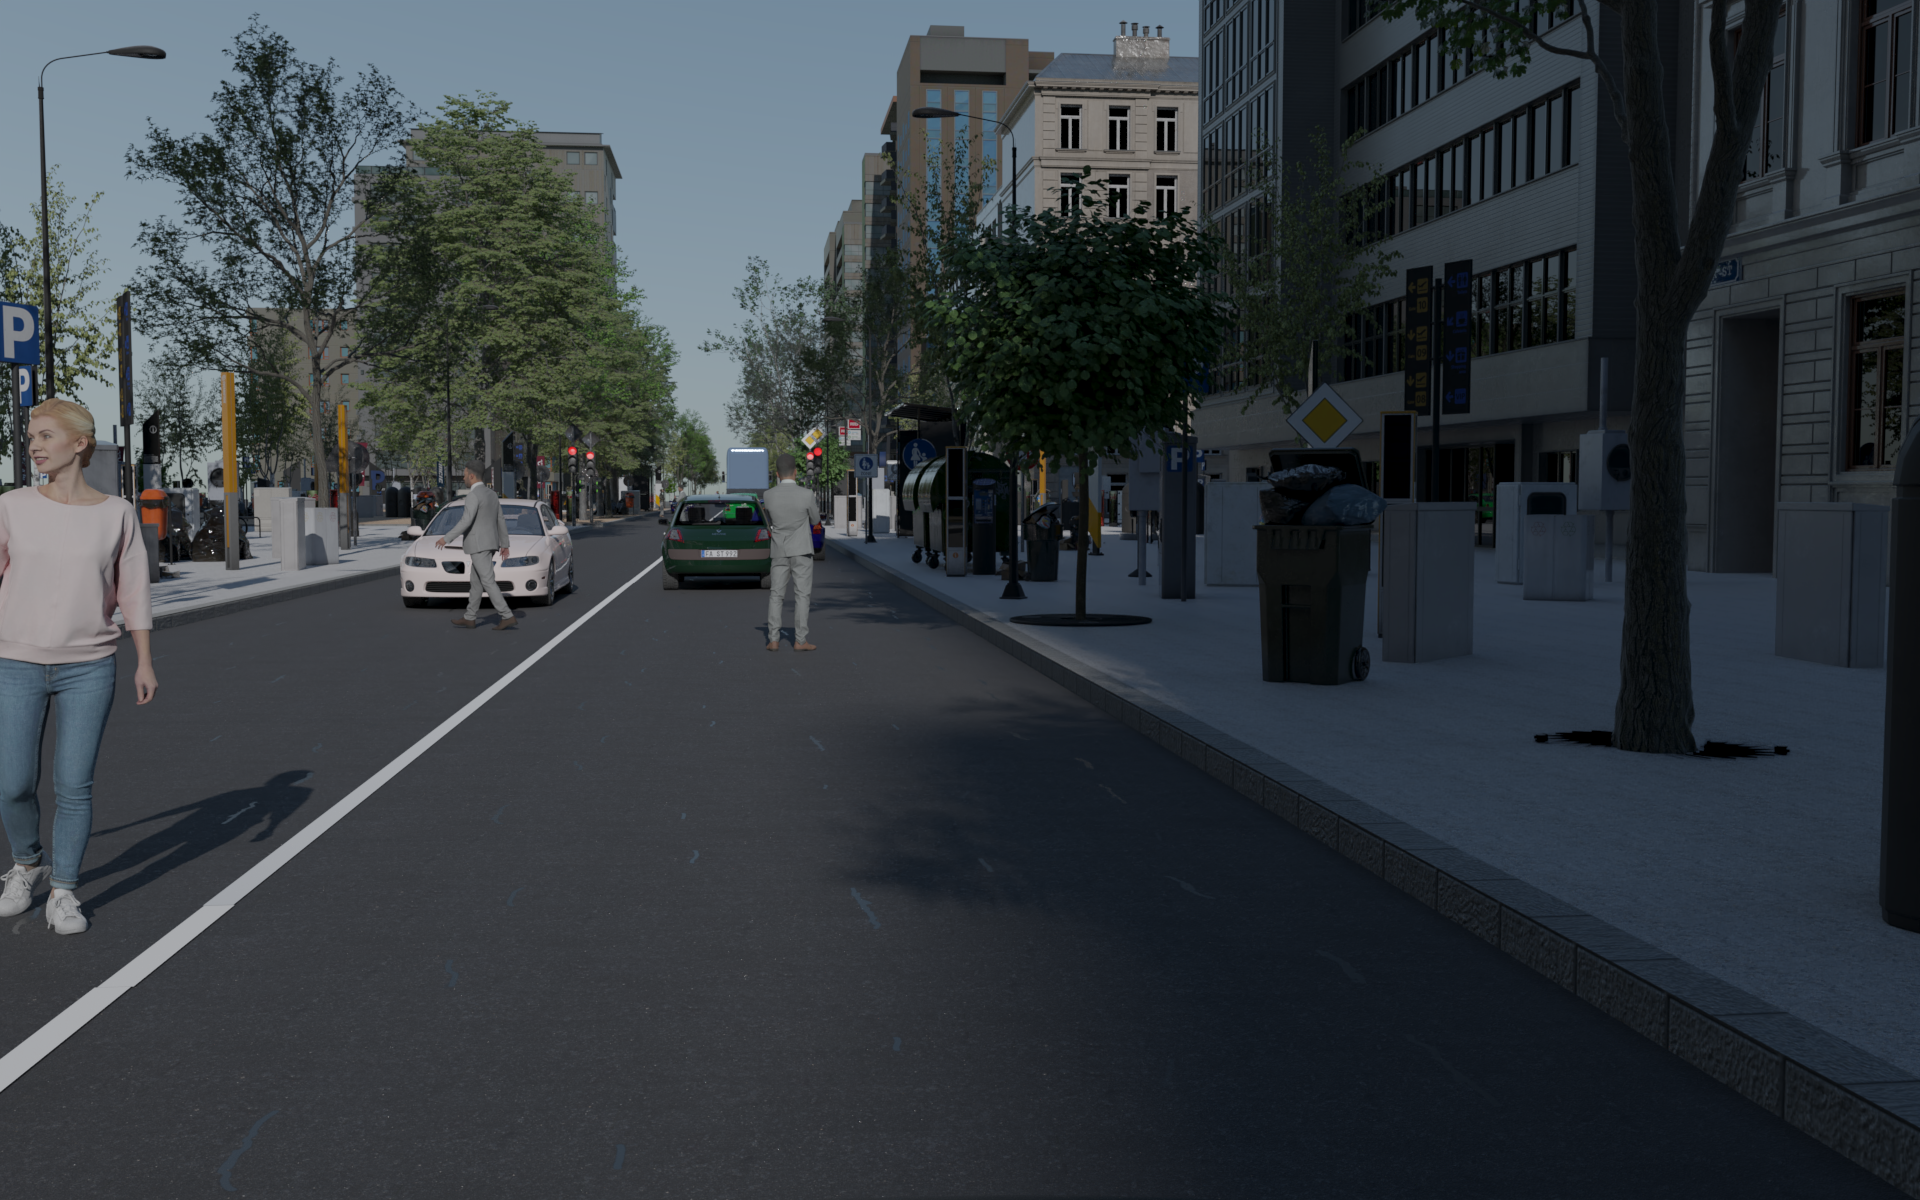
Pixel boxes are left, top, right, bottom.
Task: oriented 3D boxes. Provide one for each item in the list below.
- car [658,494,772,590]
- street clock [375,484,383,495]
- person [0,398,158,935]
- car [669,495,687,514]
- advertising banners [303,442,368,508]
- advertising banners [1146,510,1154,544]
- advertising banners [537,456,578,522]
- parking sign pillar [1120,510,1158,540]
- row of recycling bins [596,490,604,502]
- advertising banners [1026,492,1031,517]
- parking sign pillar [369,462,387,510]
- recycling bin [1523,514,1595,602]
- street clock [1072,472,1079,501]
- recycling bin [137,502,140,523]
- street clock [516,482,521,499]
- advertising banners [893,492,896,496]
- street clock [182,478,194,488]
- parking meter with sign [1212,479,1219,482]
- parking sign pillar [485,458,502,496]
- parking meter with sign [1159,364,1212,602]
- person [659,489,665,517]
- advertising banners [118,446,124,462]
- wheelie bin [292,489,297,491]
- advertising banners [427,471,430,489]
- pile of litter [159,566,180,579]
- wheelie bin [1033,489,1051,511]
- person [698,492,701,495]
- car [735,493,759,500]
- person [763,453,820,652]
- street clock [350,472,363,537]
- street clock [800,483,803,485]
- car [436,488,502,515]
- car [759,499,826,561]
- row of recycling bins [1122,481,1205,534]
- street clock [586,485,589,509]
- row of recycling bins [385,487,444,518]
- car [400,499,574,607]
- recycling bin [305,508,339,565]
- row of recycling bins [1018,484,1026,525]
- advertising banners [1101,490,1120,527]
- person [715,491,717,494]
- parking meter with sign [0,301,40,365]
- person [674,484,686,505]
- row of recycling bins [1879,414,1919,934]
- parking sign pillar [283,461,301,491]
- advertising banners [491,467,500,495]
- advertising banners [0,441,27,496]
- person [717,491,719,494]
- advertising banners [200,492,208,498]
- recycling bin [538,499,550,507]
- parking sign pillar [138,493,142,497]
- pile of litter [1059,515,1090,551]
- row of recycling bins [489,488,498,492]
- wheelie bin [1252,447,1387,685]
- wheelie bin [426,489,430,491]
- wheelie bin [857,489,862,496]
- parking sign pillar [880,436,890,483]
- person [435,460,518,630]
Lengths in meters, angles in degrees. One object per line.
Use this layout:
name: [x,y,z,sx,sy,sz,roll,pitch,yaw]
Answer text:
car: [-3.771,-1.071,27.301,2.009,1.686,4.222,0,4,-7]
street clock: [-42.205,-7.416,125.827,0.471,2.002,0.358,1,4,12]
person: [-3.091,0.209,5.756,0.731,1.740,0.598,-2,4,-30]
car: [-20.136,-6.921,125.746,1.945,1.354,3.894,-1,4,-9]
advertising banners: [-20.928,-3.787,58.112,2.074,3.025,0.090,-2,4,-25]
advertising banners: [4.909,-3.015,45.476,0.090,3.025,2.074,0,4,-1]
advertising banners: [-18.511,-5.084,79.316,2.074,3.025,0.090,-3,4,-37]
parking sign pillar: [5.200,-3.669,48.458,1.447,3.967,1.447,1,4,11]
row of recycling bins: [-28.981,-8.513,146.293,3.534,1.692,1.069,0,4,-6]
advertising banners: [2.731,-5.559,87.070,2.074,3.025,0.090,0,4,-5]
parking sign pillar: [-48.084,-9.455,143.067,1.447,3.967,1.447,-3,5,-43]
recycling bin: [7.289,-0.521,21.073,0.722,1.027,0.722,2,4,28]
street clock: [3.886,-3.253,57.750,0.358,2.002,0.471,-1,4,-9]
recycling bin: [-26.954,-2.665,56.134,0.722,1.027,0.722,3,4,36]
street clock: [-26.916,-6.147,105.069,0.471,2.002,0.358,-3,5,-40]
advertising banners: [-3.766,-6.905,109.080,0.090,3.025,2.074,1,4,20]
street clock: [-34.890,-4.509,78.288,0.471,2.002,0.358,-2,4,-32]
parking meter with sign: [9.340,-4.296,66.493,0.543,3.016,1.738,2,4,25]
parking sign pillar: [-35.622,-8.911,134.161,1.447,3.967,1.447,3,4,36]
parking meter with sign: [2.713,-1.538,21.405,0.543,3.016,1.738,0,4,3]
person: [-18.596,-6.062,108.166,0.362,1.759,0.519,-1,4,-16]
advertising banners: [-31.200,-4.087,63.016,2.074,3.025,0.090,1,4,18]
wheelie bin: [-40.175,-5.910,104.542,0.980,1.594,0.693,3,5,41]
advertising banners: [-40.802,-8.397,133.484,0.090,3.025,2.074,0,4,-4]
pile of litter: [-12.733,-0.772,26.591,1.719,0.858,1.176,3,5,43]
wheelie bin: [3.267,-3.735,68.983,0.693,1.594,0.980,0,4,-3]
person: [-31.921,-12.475,212.989,1.217,1.766,0.721,3,5,41]
car: [-9.911,-4.316,79.365,1.959,1.807,4.718,0,4,-6]
person: [-1.542,-0.443,15.917,0.511,1.800,0.466,0,4,-1]
street clock: [-18.147,-2.895,51.896,0.471,2.002,0.358,0,4,6]
street clock: [-8.502,-5.389,92.675,0.358,2.002,0.471,1,4,12]
car: [-20.881,-3.856,72.831,4.222,1.686,2.009,0,4,-7]
car: [-3.925,-1.589,38.565,1.945,1.354,3.894,0,4,-7]
row of recycling bins: [6.586,-3.011,56.341,1.069,1.692,3.534,-3,4,-38]
street clock: [-31.258,-8.608,145.309,0.358,2.002,0.471,2,4,31]
row of recycling bins: [-29.903,-5.368,94.880,3.534,1.692,1.069,1,4,15]
car: [-6.331,-0.683,23.530,2.083,1.381,4.827,0,4,-8]
recycling bin: [-11.823,-1.159,31.512,0.722,1.027,0.722,1,4,19]
row of recycling bins: [0.945,-3.913,71.090,3.534,1.692,1.069,0,4,-4]
advertising banners: [5.548,-4.420,68.452,0.090,3.025,2.074,-3,5,-40]
person: [-36.145,-15.231,257.401,0.709,1.838,0.599,-1,4,-18]
parking meter with sign: [-9.450,-1.211,16.057,1.738,3.016,0.543,1,4,11]
person: [-10.737,-3.533,66.453,0.466,1.800,0.511,-1,4,-11]
row of recycling bins: [3.646,0.200,3.846,1.069,1.692,3.534,-1,4,-21]
parking sign pillar: [-52.704,-9.067,136.725,1.447,3.967,1.447,-1,4,-14]
advertising banners: [-29.847,-7.045,111.370,0.090,3.025,2.074,-2,4,-28]
advertising banners: [-32.768,-3.891,59.801,0.090,3.025,2.074,0,4,-6]
person: [-29.272,-12.278,209.275,0.705,1.821,1.348,-3,5,-39]
advertising banners: [-56.842,-8.275,131.488,2.074,3.025,0.090,1,4,14]
recycling bin: [-21.711,-4.810,91.204,0.722,1.027,0.722,2,4,35]
parking sign pillar: [-62.806,-8.812,132.540,1.447,3.967,1.447,1,4,17]
pile of litter: [2.477,-1.583,39.847,1.176,0.858,1.719,1,4,19]
row of recycling bins: [-31.400,-6.644,115.744,1.069,1.692,3.534,-1,4,-13]
wheelie bin: [2.435,-0.241,11.842,0.980,1.594,0.693,2,4,34]
wheelie bin: [-35.414,-6.556,115.096,0.980,1.594,0.693,-3,5,-44]
wheelie bin: [-6.832,-6.404,112.606,0.980,1.594,0.693,2,4,24]
parking sign pillar: [-3.417,-5.557,79.332,1.447,3.967,1.447,0,4,-1]
person: [-5.061,-0.583,18.313,0.850,1.792,0.678,1,4,12]
